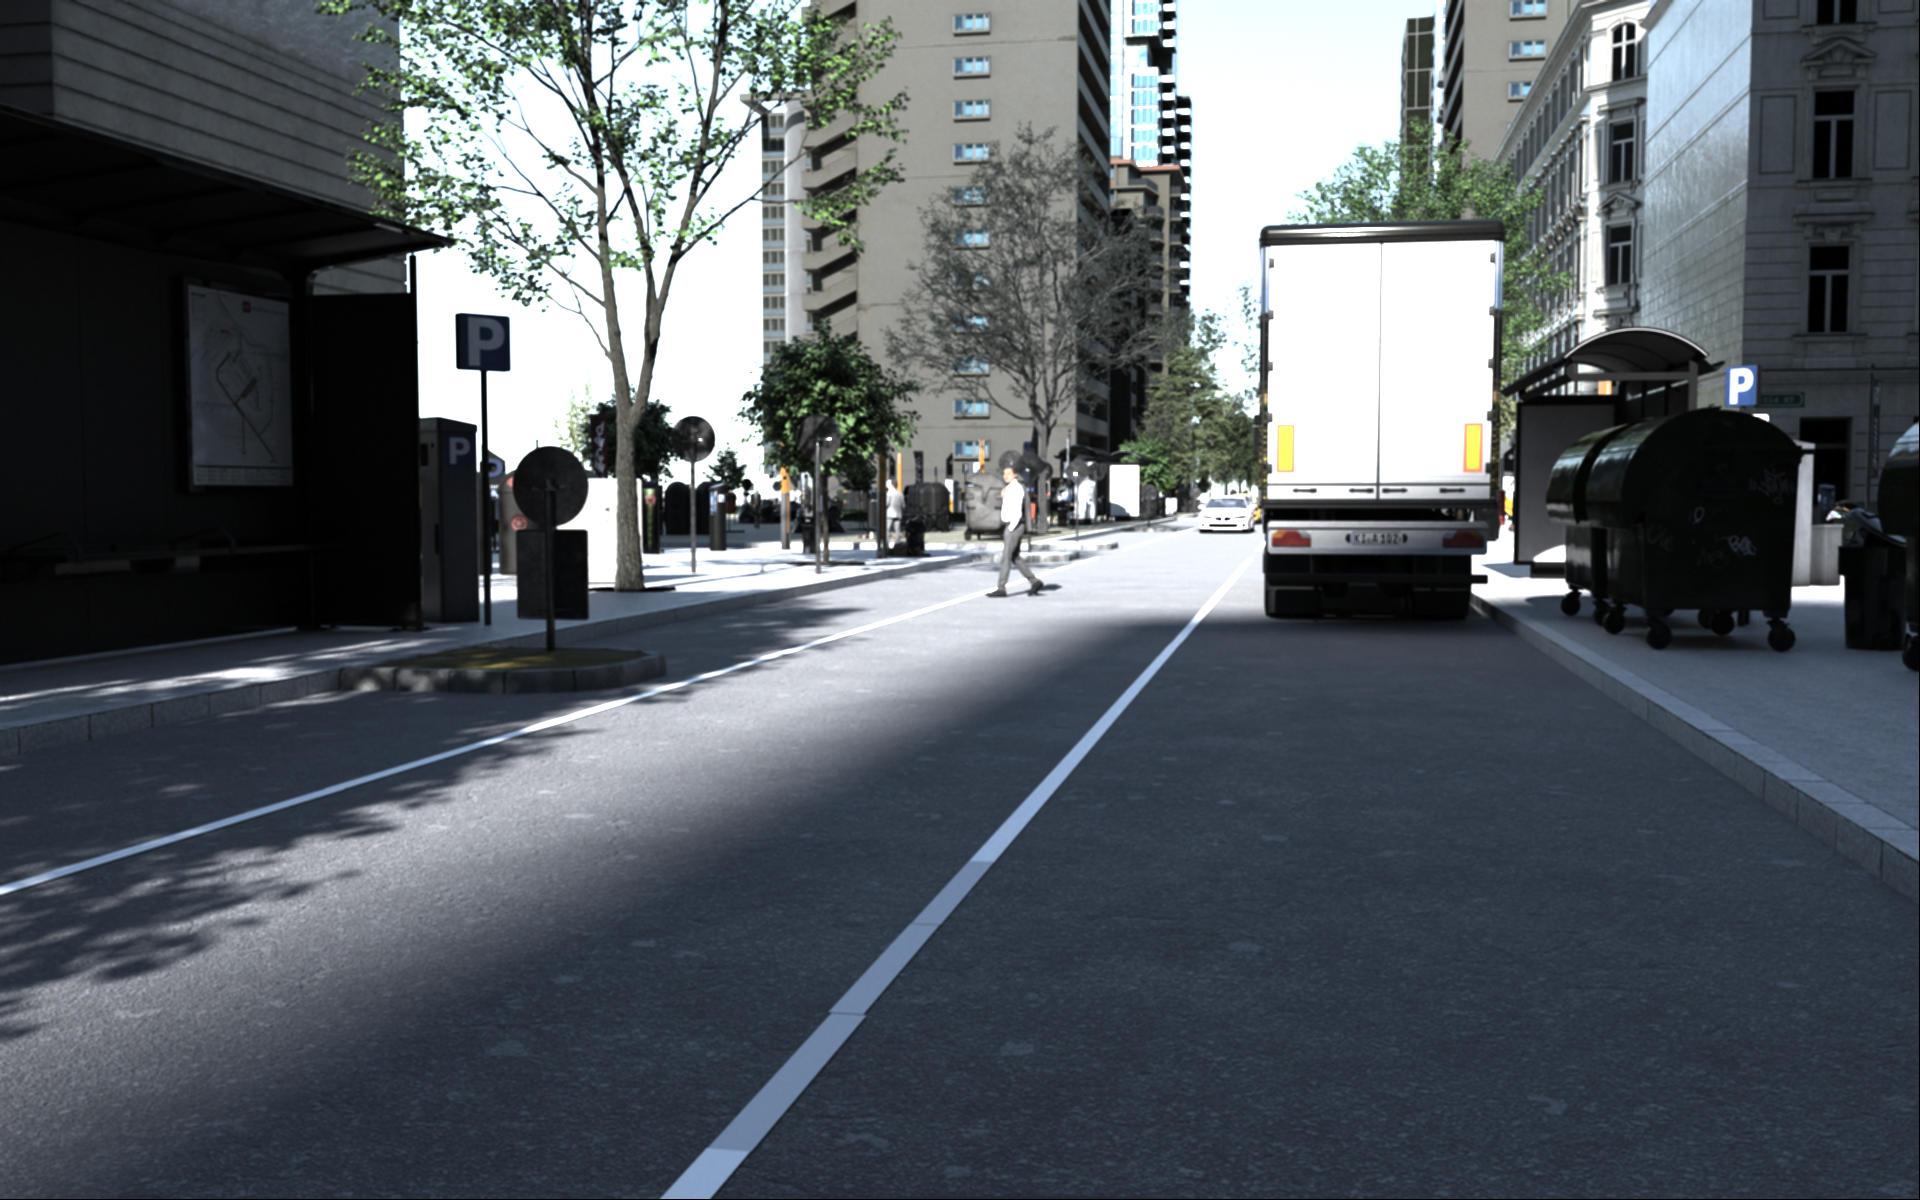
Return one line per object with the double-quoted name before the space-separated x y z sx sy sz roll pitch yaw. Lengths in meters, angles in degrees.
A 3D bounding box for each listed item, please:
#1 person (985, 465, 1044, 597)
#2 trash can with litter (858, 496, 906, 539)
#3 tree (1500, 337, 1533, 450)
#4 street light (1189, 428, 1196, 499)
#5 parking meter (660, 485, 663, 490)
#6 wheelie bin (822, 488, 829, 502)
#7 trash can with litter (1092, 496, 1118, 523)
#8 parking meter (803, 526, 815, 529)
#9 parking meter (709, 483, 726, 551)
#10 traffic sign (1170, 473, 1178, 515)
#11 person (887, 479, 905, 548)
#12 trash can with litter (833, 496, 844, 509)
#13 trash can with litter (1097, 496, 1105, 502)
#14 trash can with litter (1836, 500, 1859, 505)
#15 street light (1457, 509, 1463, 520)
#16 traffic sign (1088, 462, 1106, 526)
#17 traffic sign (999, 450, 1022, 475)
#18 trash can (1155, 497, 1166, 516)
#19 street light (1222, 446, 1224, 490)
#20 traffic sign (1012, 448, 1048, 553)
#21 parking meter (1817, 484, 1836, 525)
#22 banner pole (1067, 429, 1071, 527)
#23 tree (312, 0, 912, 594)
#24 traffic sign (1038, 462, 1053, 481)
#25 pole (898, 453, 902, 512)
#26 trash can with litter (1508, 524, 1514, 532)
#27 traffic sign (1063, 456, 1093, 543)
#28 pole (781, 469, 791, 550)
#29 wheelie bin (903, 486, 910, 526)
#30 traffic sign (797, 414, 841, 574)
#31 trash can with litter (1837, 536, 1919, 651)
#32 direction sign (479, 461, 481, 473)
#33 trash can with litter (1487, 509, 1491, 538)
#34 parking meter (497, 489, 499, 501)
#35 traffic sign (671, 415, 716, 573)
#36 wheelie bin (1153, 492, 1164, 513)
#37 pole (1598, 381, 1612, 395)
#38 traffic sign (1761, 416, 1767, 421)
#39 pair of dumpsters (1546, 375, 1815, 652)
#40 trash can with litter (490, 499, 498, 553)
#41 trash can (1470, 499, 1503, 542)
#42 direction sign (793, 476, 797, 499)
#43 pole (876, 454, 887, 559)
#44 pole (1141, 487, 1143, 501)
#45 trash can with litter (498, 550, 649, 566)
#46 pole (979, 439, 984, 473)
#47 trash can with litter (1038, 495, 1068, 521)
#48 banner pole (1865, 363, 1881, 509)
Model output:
"person" 0.752 -0.951 24.156 0.850 1.850 0.679 -1 4 -9
"trash can with litter" -2.099 -2.405 50.372 2.233 1.210 1.678 -3 5 -41
"tree" 23.172 -7.690 76.095 4.737 8.622 4.395 0 3 0
"street light" 16.343 -9.098 121.538 0.468 5.910 1.993 1 4 11
"parking meter" -18.738 -6.263 108.114 0.399 1.863 0.255 2 4 34
"wheelie bin" -7.090 -4.974 89.227 0.693 1.594 0.980 -1 4 -15
"trash can with litter" 6.347 -4.140 78.739 1.678 1.210 2.233 2 4 26
"parking meter" -4.510 -2.643 51.620 0.372 1.533 0.369 0 3 0
"parking meter" -5.450 -1.869 38.976 0.372 1.533 0.369 0 3 0
"traffic sign" 12.535 -6.312 103.204 0.884 2.594 0.081 1 4 19
"person" -1.713 -2.125 43.444 0.606 1.804 0.583 -3 5 -40
"trash can with litter" -6.670 -5.316 98.299 1.055 1.170 0.624 2 4 29
"trash can with litter" 9.078 -6.221 113.104 0.624 1.170 1.055 -2 4 -25
"trash can with litter" 16.736 -1.277 32.259 1.055 1.170 0.624 -1 4 -22
"street light" 10.303 -3.839 35.549 0.468 5.910 1.993 1 4 11
"traffic sign" 5.482 -4.265 69.833 0.768 2.556 0.104 1 4 18
"traffic sign" 1.499 -3.087 50.585 0.768 2.556 0.104 1 4 12
"trash can" 11.587 -5.403 99.986 0.748 1.137 0.748 0 3 0
"street light" 25.060 -11.750 164.907 0.468 5.910 1.993 1 4 11
"traffic sign" 1.518 -2.085 37.735 0.795 2.450 0.064 1 4 11
"parking meter" 21.143 -2.071 42.276 0.372 1.533 0.369 0 3 0
"banner pole" 4.179 -4.694 66.762 0.401 3.779 0.863 0 4 -5
"tree" -4.285 -5.930 22.707 9.928 11.665 9.643 0 3 0
"traffic sign" 3.261 -4.146 67.892 0.768 2.556 0.104 1 4 21
"pole" -2.998 -5.681 86.726 0.158 3.312 0.155 0 3 0
"trash can with litter" 18.855 -2.879 58.460 0.624 1.170 1.055 -1 4 -14
"traffic sign" 3.091 -2.564 45.564 0.795 2.450 0.064 1 4 11
"pole" -4.003 -2.805 39.697 0.158 3.312 0.155 0 3 0
"wheelie bin" -1.867 -3.717 68.686 0.980 1.594 0.693 -2 4 -34
"traffic sign" -2.263 -1.681 27.595 0.768 2.556 0.104 1 4 20
"trash can with litter" 7.784 -0.172 14.194 0.624 1.170 1.055 -3 4 -37
"direction sign" -33.070 -7.822 119.881 0.379 3.537 0.876 0 4 7
"trash can with litter" 15.086 -2.369 50.127 0.624 1.170 1.055 -1 4 -17
"parking meter" -18.677 -3.800 70.546 0.372 1.533 0.369 0 3 0
"traffic sign" -4.326 -1.709 28.049 0.768 2.556 0.104 1 4 12
"wheelie bin" 13.244 -6.582 115.517 0.980 1.594 0.693 2 4 30
"pole" 10.937 -2.178 29.461 0.158 3.312 0.155 0 3 0
"traffic sign" 10.117 -1.244 22.462 0.606 2.300 0.079 1 4 14
"pair of dumpsters" 6.568 -0.834 16.128 1.574 2.255 4.437 1 4 11
"trash can with litter" -10.110 -1.633 37.758 2.233 1.210 1.678 2 4 24
"trash can" 14.323 -2.161 46.992 0.748 1.137 0.748 0 3 0
"direction sign" -9.743 -6.749 102.337 0.379 3.537 0.876 -1 4 -16
"pole" -1.543 -2.459 34.041 0.158 3.312 0.155 0 3 0
"pole" 11.396 -6.973 107.844 0.158 3.312 0.155 0 3 0
"trash can with litter" -6.782 -1.215 30.916 2.233 1.210 1.678 2 4 32
"pole" 0.800 -4.321 64.492 0.158 3.312 0.155 0 3 0
"trash can with litter" 4.189 -4.722 88.264 2.233 1.210 1.678 -2 4 -25
"banner pole" 17.563 -2.650 33.339 0.401 3.779 0.863 3 5 43
